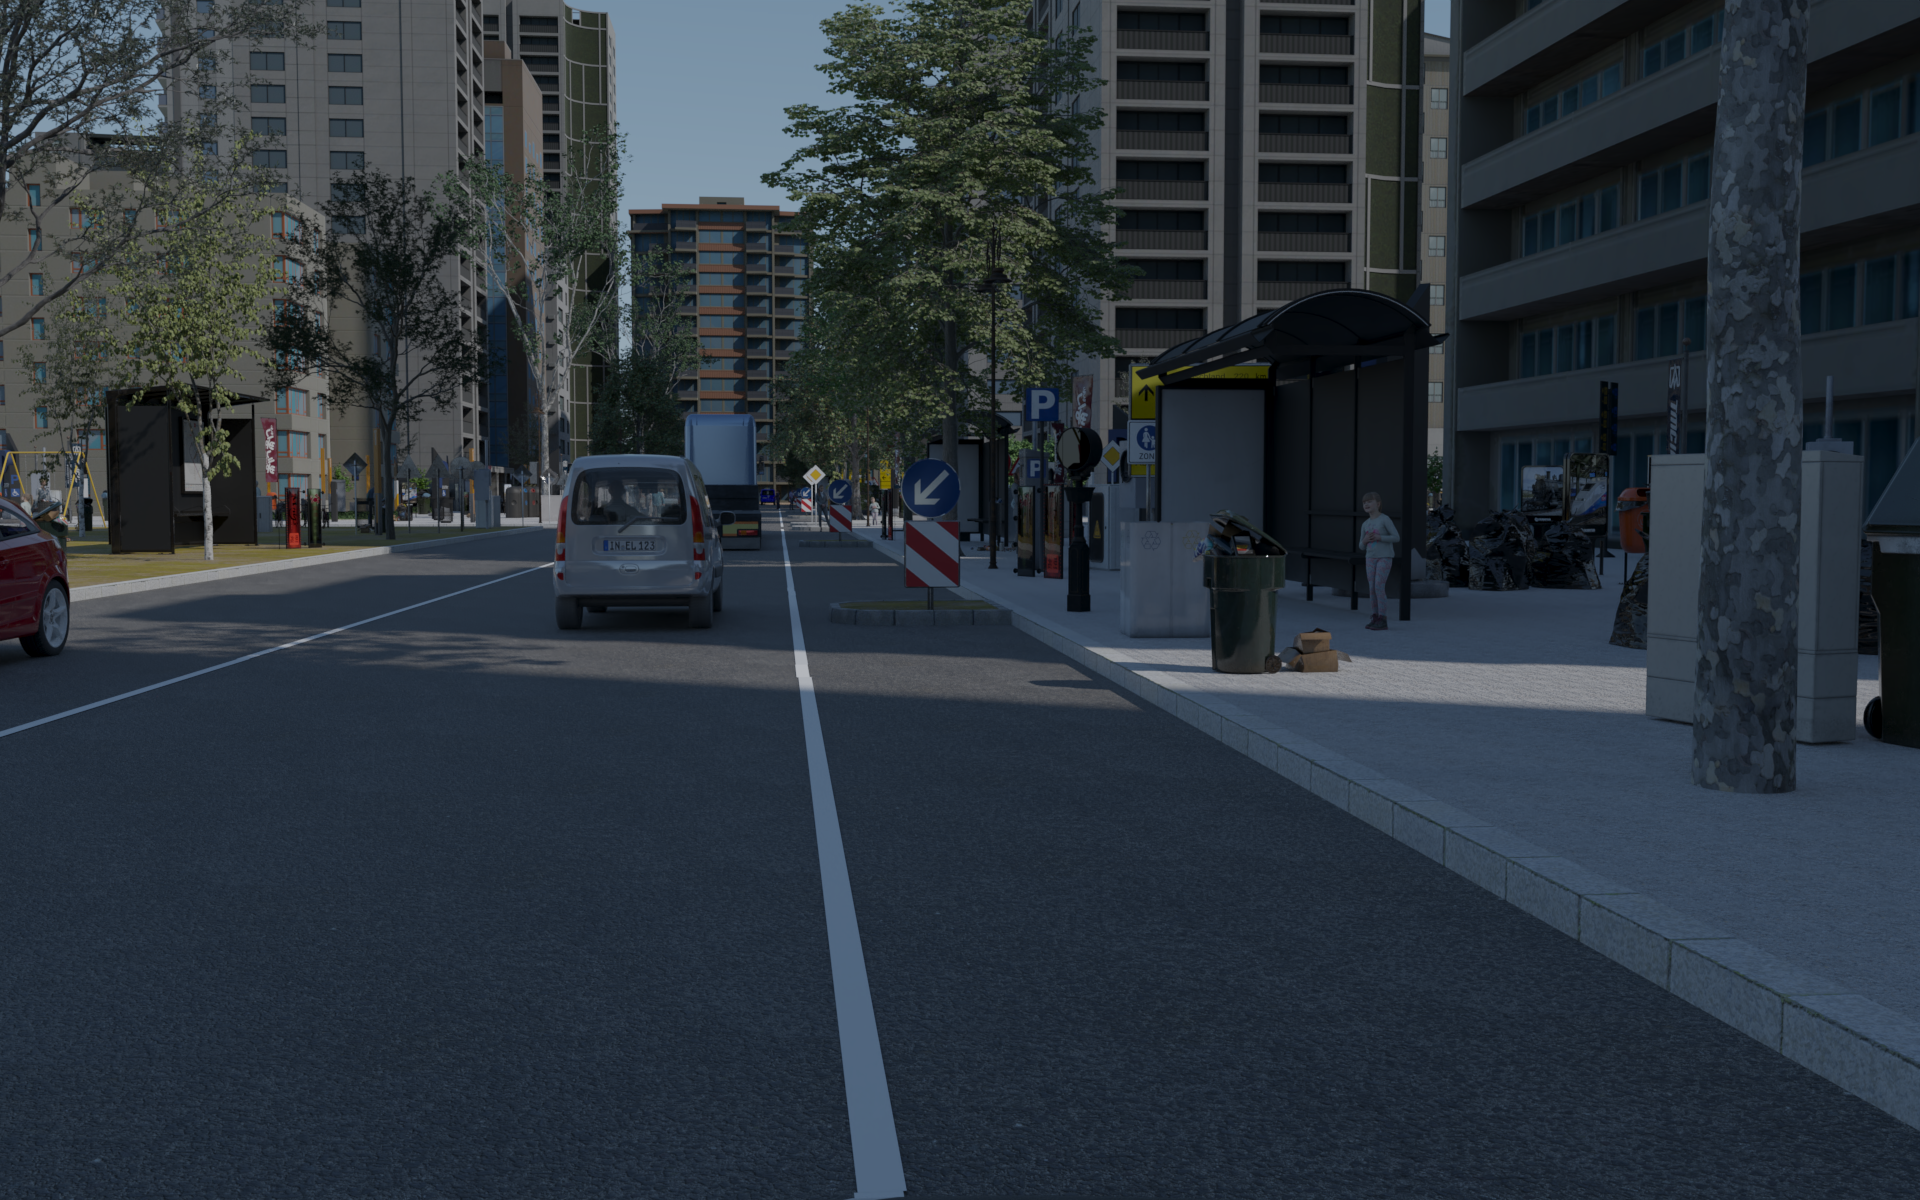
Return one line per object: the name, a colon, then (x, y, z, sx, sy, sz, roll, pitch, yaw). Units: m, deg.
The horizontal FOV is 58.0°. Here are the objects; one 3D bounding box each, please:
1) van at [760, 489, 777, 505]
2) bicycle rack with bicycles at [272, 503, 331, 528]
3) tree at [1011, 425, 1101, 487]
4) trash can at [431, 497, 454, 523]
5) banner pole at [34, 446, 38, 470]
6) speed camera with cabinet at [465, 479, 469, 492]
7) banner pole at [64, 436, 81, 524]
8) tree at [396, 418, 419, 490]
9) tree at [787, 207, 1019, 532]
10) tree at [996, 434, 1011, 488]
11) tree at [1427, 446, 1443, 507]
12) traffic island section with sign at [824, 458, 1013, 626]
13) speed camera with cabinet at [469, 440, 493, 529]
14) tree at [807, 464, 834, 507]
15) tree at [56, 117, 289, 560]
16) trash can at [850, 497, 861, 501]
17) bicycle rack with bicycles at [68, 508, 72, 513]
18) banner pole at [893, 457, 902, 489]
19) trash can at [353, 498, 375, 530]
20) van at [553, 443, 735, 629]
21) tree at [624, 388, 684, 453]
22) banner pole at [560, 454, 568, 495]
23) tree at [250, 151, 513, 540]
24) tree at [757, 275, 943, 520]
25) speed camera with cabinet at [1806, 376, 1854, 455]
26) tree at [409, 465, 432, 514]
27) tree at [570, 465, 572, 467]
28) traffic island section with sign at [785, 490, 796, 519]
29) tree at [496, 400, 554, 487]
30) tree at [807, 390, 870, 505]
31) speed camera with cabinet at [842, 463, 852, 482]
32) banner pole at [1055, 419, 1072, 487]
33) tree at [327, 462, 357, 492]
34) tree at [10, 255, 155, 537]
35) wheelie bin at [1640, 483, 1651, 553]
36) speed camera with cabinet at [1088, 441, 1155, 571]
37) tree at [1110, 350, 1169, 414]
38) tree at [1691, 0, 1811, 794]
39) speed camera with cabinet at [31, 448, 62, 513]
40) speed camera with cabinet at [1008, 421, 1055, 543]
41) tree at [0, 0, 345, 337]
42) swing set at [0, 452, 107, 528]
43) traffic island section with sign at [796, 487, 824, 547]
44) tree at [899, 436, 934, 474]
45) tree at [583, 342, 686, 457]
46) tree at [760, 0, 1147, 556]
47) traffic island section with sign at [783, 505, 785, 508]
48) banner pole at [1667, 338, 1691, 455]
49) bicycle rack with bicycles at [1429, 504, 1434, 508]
van: (-24.521, -13.275, 221.435, 2.240, 2.365, 5.245, 0, 4, -5)
bicycle rack with bicycles: (-25.216, -3.214, 65.931, 2.852, 0.926, 2.925, -1, 4, -21)
tree: (5.056, -5.991, 81.664, 4.285, 4.588, 4.351, 0, 3, 0)
trash can: (-22.719, -3.967, 76.520, 0.748, 1.137, 0.748, 0, 3, 0)
banner pole: (-48.038, -6.124, 90.148, 0.401, 3.779, 0.863, -1, 4, -19)
speed camera with cabinet: (-35.249, -7.954, 124.383, 0.660, 3.252, 2.038, -1, 4, -12)
banner pole: (-38.367, -5.200, 75.030, 0.401, 3.779, 0.863, 2, 4, 27)
tree: (-43.867, -11.142, 132.532, 4.360, 8.622, 3.978, 0, 3, 0)
tree: (-1.737, -8.174, 59.408, 9.928, 11.665, 9.643, 0, 3, 0)
tree: (2.641, -6.370, 87.861, 4.285, 4.588, 4.351, 0, 3, 0)
tree: (19.171, -4.574, 69.388, 1.663, 3.219, 1.824, 0, 3, 0)
traffic island section with sign: (-0.503, -0.686, 19.844, 1.989, 1.847, 2.006, 0, 4, -6)
speed camera with cabinet: (-17.687, -4.271, 64.174, 0.660, 3.252, 2.038, -1, 4, -13)
tree: (-13.836, -13.294, 167.722, 4.360, 8.622, 3.978, 0, 3, 0)
tree: (-14.733, -5.068, 33.228, 4.737, 8.622, 4.395, 0, 3, 0)
trash can: (-6.107, -5.492, 101.446, 0.748, 1.137, 0.748, 0, 3, 0)
bicycle rack with bicycles: (-69.832, -7.474, 135.577, 2.852, 0.926, 2.925, -2, 4, -25)
banner pole: (-3.311, -6.552, 97.140, 0.863, 3.779, 0.401, 0, 4, 6)
trash can: (-22.428, -3.269, 65.109, 0.748, 1.137, 0.748, 0, 3, 0)
van: (-3.598, -0.782, 19.793, 2.013, 2.044, 4.112, 0, 4, -6)
tree: (-28.797, -14.805, 160.187, 7.486, 12.596, 7.792, 0, 3, 0)
banner pole: (-24.754, -7.231, 108.237, 0.401, 3.779, 0.863, 2, 4, 25)
tree: (-16.265, -6.964, 48.278, 8.767, 10.594, 7.601, 2, 4, 31)
tree: (-5.239, -10.278, 85.057, 9.611, 12.733, 9.660, 0, 3, 0)
speed camera with cabinet: (13.850, -2.129, 29.142, 2.038, 3.252, 0.660, 1, 4, 21)
tree: (-35.307, -7.242, 113.004, 1.663, 3.219, 1.824, 0, 3, 0)
tree: (-22.144, -6.517, 101.152, 1.663, 3.219, 1.824, 0, 3, 0)
traffic island section with sign: (-9.123, -5.684, 101.567, 1.989, 1.847, 2.006, 0, 4, -6)
tree: (-32.674, -11.080, 131.513, 4.360, 8.622, 3.978, 0, 3, 0)
tree: (-6.590, -8.792, 94.115, 4.737, 8.622, 4.395, 0, 3, 0)
speed camera with cabinet: (-6.478, -6.953, 108.023, 2.038, 3.252, 0.660, -1, 4, -18)
banner pole: (3.522, -4.143, 57.756, 0.863, 3.779, 0.401, 2, 4, 33)
tree: (-37.091, -6.659, 103.468, 1.663, 3.219, 1.824, 0, 3, 0)
tree: (-26.375, -6.210, 51.897, 4.360, 8.622, 3.978, 0, 3, 0)
wheelie bin: (8.290, -0.734, 19.912, 0.693, 1.594, 0.980, -2, 4, -25)
speed camera with cabinet: (2.745, -2.105, 28.746, 0.660, 3.252, 2.038, -1, 4, -17)
tree: (9.891, -8.528, 89.794, 4.360, 8.622, 3.978, 0, 3, 0)
tree: (4.925, -9.240, 6.960, 12.611, 20.169, 13.585, 0, 3, 0)
speed camera with cabinet: (-39.185, -4.888, 74.257, 0.660, 3.252, 2.038, -1, 4, -10)
speed camera with cabinet: (1.916, -3.194, 46.556, 0.660, 3.252, 2.038, 2, 4, 26)
tree: (-13.648, -6.887, 22.980, 12.009, 13.543, 11.850, 0, 3, 0)
swing set: (-33.731, -4.070, 64.164, 3.119, 2.851, 2.862, 0, 4, 5)
traffic island section with sign: (-3.412, -2.374, 47.445, 1.989, 1.847, 2.006, 0, 4, -6)
tree: (-0.786, -3.518, 52.117, 1.663, 3.219, 1.824, 0, 3, 0)
tree: (-24.366, -13.102, 131.217, 9.611, 12.733, 9.660, 0, 3, 0)
tree: (-0.136, -7.151, 35.041, 7.486, 12.596, 7.792, 0, 3, 0)
traffic island section with sign: (-11.949, -7.324, 128.374, 1.989, 1.847, 2.006, 0, 4, -6)
banner pole: (11.622, -2.327, 28.060, 0.401, 3.779, 0.863, 0, 4, -2)
bicycle rack with bicycles: (31.984, -6.637, 121.894, 2.925, 0.926, 2.852, 0, 4, -5)
